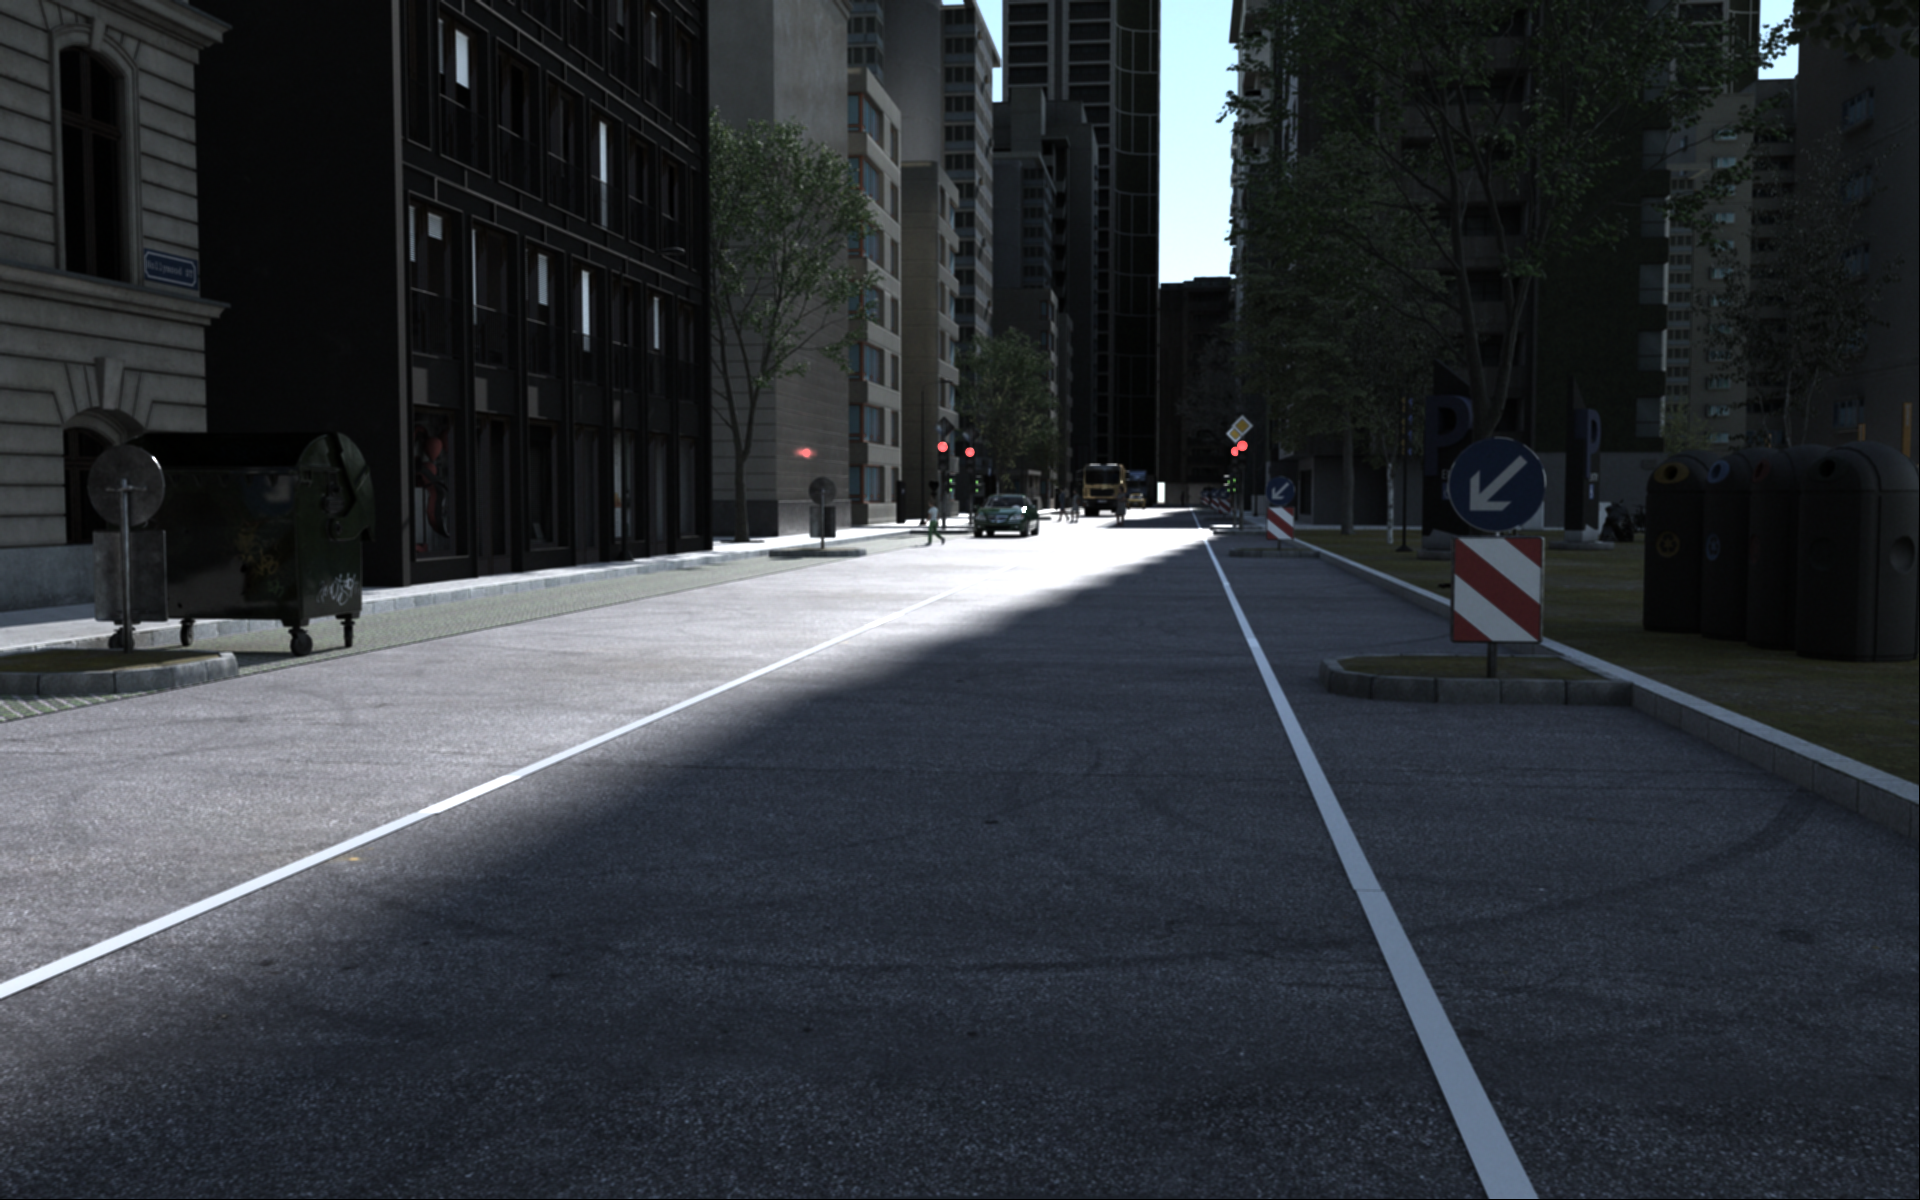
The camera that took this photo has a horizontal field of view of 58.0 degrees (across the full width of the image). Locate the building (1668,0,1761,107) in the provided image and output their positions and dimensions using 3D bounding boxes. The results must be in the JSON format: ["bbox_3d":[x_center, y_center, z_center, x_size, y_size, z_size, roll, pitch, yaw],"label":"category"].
[{"bbox_3d":[93.157,-48.289,227.771,20.611,71.187,20.563,0,4,7],"label":"building"}]

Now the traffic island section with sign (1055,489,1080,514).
[{"bbox_3d":[7.494,-6.981,122.767,1.989,1.847,2.006,0,4,7],"label":"traffic island section with sign"}]

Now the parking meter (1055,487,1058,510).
[{"bbox_3d":[7.763,-8.167,139.243,0.255,1.863,0.399,0,4,1],"label":"parking meter"}]

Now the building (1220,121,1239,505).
[{"bbox_3d":[42.710,-35.603,201.716,23.786,49.044,30.456,0,4,7],"label":"building"}]

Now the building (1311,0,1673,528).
[{"bbox_3d":[20.943,-18.436,73.133,14.107,30.474,14.160,0,4,7],"label":"building"}]

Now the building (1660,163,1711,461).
[{"bbox_3d":[68.558,-30.954,197.980,23.993,40.220,32.217,0,4,7],"label":"building"}]

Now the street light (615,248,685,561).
[{"bbox_3d":[-5.883,-3.692,32.900,1.470,5.913,1.316,0,4,7],"label":"street light"}]

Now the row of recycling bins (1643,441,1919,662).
[{"bbox_3d":[6.999,-0.476,14.903,1.069,1.692,3.534,0,4,-3],"label":"row of recycling bins"}]

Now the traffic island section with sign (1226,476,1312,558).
[{"bbox_3d":[7.215,-1.910,39.860,1.989,1.847,2.006,0,4,7],"label":"traffic island section with sign"}]

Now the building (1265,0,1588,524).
[{"bbox_3d":[22.782,-19.375,88.489,14.160,30.474,14.107,0,4,7],"label":"building"}]

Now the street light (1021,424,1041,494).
[{"bbox_3d":[4.626,-8.676,114.401,1.470,5.913,1.316,0,4,7],"label":"street light"}]

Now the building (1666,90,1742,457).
[{"bbox_3d":[92.493,-35.237,199.825,21.600,48.544,21.300,0,4,7],"label":"building"}]

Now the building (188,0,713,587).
[{"bbox_3d":[-12.742,-12.357,31.712,12.332,23.373,15.834,0,4,7],"label":"building"}]

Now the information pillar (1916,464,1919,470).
[{"bbox_3d":[23.393,-2.330,42.585,0.304,2.012,0.304,3,4,36],"label":"information pillar"}]

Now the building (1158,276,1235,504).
[{"bbox_3d":[33.697,-28.230,233.259,14.107,30.474,14.160,0,4,7],"label":"building"}]

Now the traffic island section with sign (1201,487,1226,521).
[{"bbox_3d":[14.268,-5.237,94.247,1.989,1.847,2.006,0,4,7],"label":"traffic island section with sign"}]

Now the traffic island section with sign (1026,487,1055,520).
[{"bbox_3d":[4.033,-5.346,96.034,1.989,1.847,2.006,0,4,7],"label":"traffic island section with sign"}]

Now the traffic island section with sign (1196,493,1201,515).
[{"bbox_3d":[17.735,-6.882,121.148,1.989,1.847,2.006,0,4,7],"label":"traffic island section with sign"}]

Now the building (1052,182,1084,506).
[{"bbox_3d":[-2.802,-30.316,187.549,32.217,40.220,23.993,0,4,7],"label":"building"}]

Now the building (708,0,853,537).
[{"bbox_3d":[-16.707,-15.962,58.245,25.104,27.353,12.463,0,4,7],"label":"building"}]

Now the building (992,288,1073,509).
[{"bbox_3d":[-4.237,-19.367,161.689,27.650,21.520,28.899,0,4,7],"label":"building"}]

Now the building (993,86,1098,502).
[{"bbox_3d":[5.709,-35.931,211.168,21.600,48.544,21.300,0,4,7],"label":"building"}]

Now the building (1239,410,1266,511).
[{"bbox_3d":[32.312,-49.668,124.740,22.319,86.520,31.000,0,4,7],"label":"building"}]

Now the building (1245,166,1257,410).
[{"bbox_3d":[32.329,-23.335,153.227,14.160,30.474,14.107,0,4,7],"label":"building"}]

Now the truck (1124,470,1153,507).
[{"bbox_3d":[20.507,-12.749,198.211,2.967,4.110,18.799,1,4,9],"label":"truck"}]

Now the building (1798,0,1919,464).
[{"bbox_3d":[46.712,-27.313,70.266,21.600,48.544,21.300,0,4,7],"label":"building"}]

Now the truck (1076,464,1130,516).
[{"bbox_3d":[9.663,-7.300,115.281,3.469,3.379,9.791,0,4,7],"label":"truck"}]

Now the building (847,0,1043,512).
[{"bbox_3d":[-10.458,-26.690,128.257,32.217,40.220,23.993,0,4,7],"label":"building"}]

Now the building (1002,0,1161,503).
[{"bbox_3d":[16.808,-48.839,236.765,20.611,71.187,20.563,0,4,7],"label":"building"}]

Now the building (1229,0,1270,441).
[{"bbox_3d":[41.387,-35.662,172.314,28.713,52.752,27.495,0,4,7],"label":"building"}]

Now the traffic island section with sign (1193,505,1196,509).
[{"bbox_3d":[24.096,-9.886,170.262,1.989,1.847,2.006,0,4,7],"label":"traffic island section with sign"}]

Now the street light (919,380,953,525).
[{"bbox_3d":[-0.989,-6.001,70.658,1.470,5.913,1.316,0,4,7],"label":"street light"}]

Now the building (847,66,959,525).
[{"bbox_3d":[-15.628,-14.760,86.368,27.650,21.520,28.899,0,4,7],"label":"building"}]

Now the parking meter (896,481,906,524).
[{"bbox_3d":[-2.565,-4.257,75.319,0.255,1.863,0.399,2,4,35],"label":"parking meter"}]

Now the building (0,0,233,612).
[{"bbox_3d":[-17.137,-11.437,6.079,14.460,24.649,34.723,0,4,7],"label":"building"}]

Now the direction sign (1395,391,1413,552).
[{"bbox_3d":[9.927,-2.851,38.609,0.379,3.537,0.876,2,4,31],"label":"direction sign"}]

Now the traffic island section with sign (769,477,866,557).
[{"bbox_3d":[-3.224,-1.919,40.002,1.989,1.847,2.006,0,4,7],"label":"traffic island section with sign"}]

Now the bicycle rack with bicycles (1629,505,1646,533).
[{"bbox_3d":[23.099,-2.671,57.061,2.925,0.926,2.852,-2,4,-35],"label":"bicycle rack with bicycles"}]

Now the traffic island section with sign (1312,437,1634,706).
[{"bbox_3d":[3.707,-0.254,12.777,1.989,1.847,2.006,0,4,7],"label":"traffic island section with sign"}]

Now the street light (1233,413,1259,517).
[{"bbox_3d":[16.349,-7.717,98.710,1.470,5.913,1.316,0,4,7],"label":"street light"}]

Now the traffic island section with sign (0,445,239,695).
[{"bbox_3d":[-6.704,-0.281,13.215,1.989,1.847,2.006,0,4,7],"label":"traffic island section with sign"}]
